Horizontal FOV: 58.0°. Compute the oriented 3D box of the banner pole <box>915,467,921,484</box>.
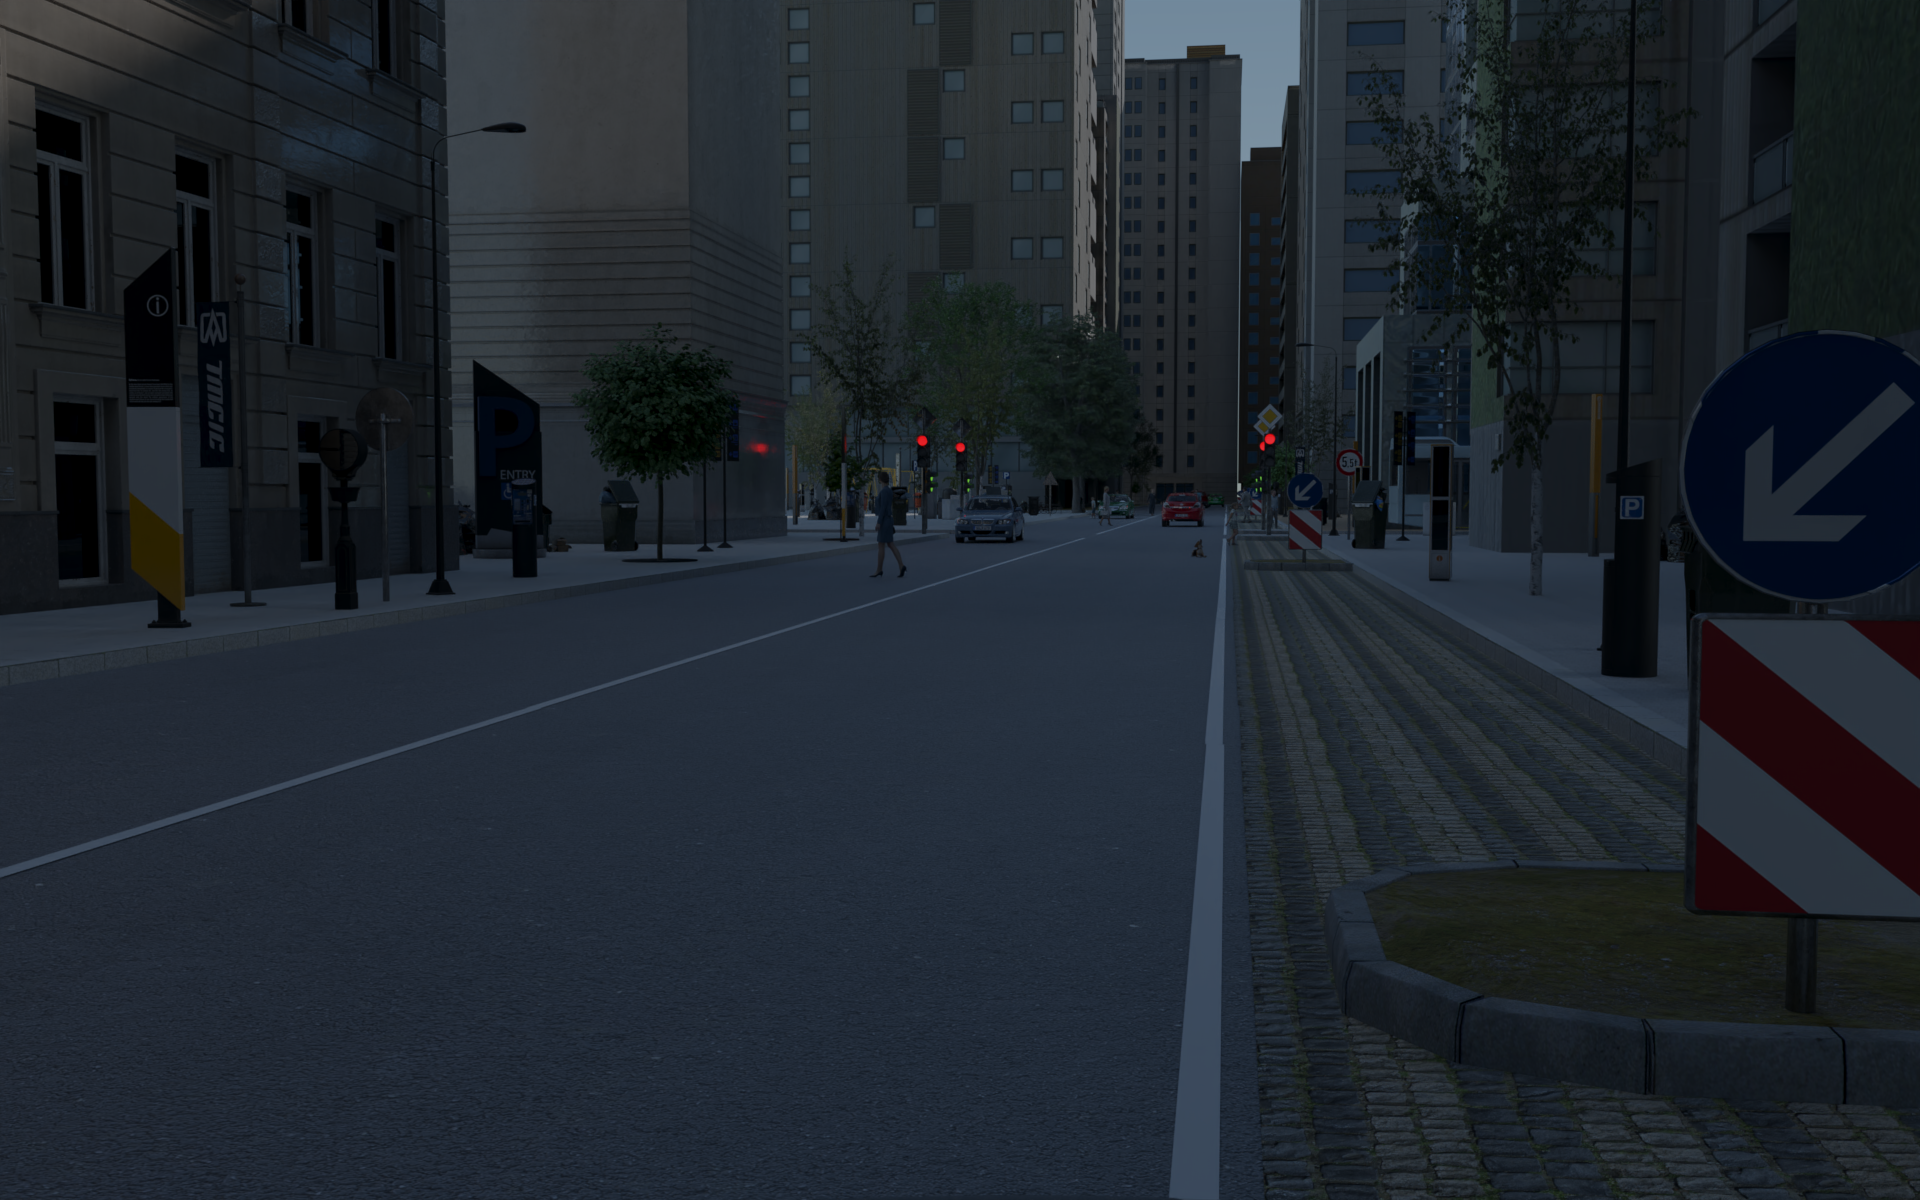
[{"bbox_3d":[-3.181,-8.646,131.379,0.863,3.779,0.401,2,4,33],"label":"banner pole"}]

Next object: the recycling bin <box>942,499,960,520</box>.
[{"bbox_3d":[-0.415,-4.544,86.848,0.722,1.027,0.722,-3,4,-36],"label":"recycling bin"}]

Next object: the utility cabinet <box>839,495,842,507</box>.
[{"bbox_3d":[-8.406,-6.815,122.581,0.306,1.237,1.020,0,4,-5],"label":"utility cabinet"}]

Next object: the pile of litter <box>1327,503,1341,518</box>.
[{"bbox_3d":[20.083,-4.939,94.720,1.719,0.858,1.176,0,4,8],"label":"pile of litter"}]

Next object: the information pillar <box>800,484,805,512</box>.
[{"bbox_3d":[-11.410,-7.389,125.297,0.304,2.012,0.304,-2,4,-27],"label":"information pillar"}]

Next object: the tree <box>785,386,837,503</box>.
[{"bbox_3d":[-9.790,-10.126,115.914,4.737,8.622,4.395,0,3,0],"label":"tree"}]

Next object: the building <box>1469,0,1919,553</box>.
[{"bbox_3d":[19.809,-21.940,42.309,14.154,41.232,14.086,1,4,9],"label":"building"}]

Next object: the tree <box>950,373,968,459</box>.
[{"bbox_3d":[-1.672,-9.033,98.051,4.360,8.622,3.978,0,3,0],"label":"tree"}]

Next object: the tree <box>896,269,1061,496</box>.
[{"bbox_3d":[0.887,-9.411,79.621,9.928,11.665,9.643,0,3,0],"label":"tree"}]

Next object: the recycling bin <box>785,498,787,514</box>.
[{"bbox_3d":[-11.581,-6.043,111.349,0.722,1.027,0.722,1,4,13],"label":"recycling bin"}]

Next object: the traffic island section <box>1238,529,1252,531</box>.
[{"bbox_3d":[10.855,-2.420,61.853,2.009,0.180,2.903,1,4,9],"label":"traffic island section"}]

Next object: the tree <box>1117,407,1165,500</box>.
[{"bbox_3d":[18.595,-15.348,185.355,7.601,10.594,8.767,-2,4,-25],"label":"tree"}]

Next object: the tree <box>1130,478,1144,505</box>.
[{"bbox_3d":[20.692,-12.743,202.943,1.663,3.219,1.824,0,3,0],"label":"tree"}]

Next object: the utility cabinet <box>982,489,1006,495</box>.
[{"bbox_3d":[1.440,-4.460,81.599,1.173,1.500,0.318,2,4,25],"label":"utility cabinet"}]

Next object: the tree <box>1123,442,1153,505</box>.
[{"bbox_3d":[21.613,-15.797,208.647,4.737,8.622,4.395,0,3,0],"label":"tree"}]

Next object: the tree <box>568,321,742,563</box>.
[{"bbox_3d":[-5.781,-3.006,32.862,4.285,4.588,4.351,0,3,0],"label":"tree"}]

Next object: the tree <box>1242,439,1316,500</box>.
[{"bbox_3d":[19.717,-7.378,104.344,4.285,4.588,4.351,0,3,0],"label":"tree"}]

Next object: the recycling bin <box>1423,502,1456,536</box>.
[{"bbox_3d":[14.770,-2.496,53.356,0.722,1.027,0.722,-2,4,-35],"label":"recycling bin"}]

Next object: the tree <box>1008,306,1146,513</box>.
[{"bbox_3d":[7.748,-12.818,116.236,9.857,13.997,8.962,0,3,0],"label":"tree"}]

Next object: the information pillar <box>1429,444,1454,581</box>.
[{"bbox_3d":[7.105,-1.289,25.561,0.304,2.012,0.304,1,4,21],"label":"information pillar"}]

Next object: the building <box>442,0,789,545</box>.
[{"bbox_3d":[-14.837,-12.244,49.348,18.267,20.994,9.793,1,4,9],"label":"building"}]

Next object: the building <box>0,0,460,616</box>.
[{"bbox_3d":[-15.861,-13.458,17.304,12.463,27.353,25.104,1,4,9],"label":"building"}]

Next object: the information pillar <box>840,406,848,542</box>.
[{"bbox_3d":[-3.105,-3.368,46.414,0.183,3.616,0.504,0,4,2],"label":"information pillar"}]

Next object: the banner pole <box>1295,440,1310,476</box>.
[{"bbox_3d":[15.968,-5.537,80.548,0.863,3.779,0.401,1,4,20],"label":"banner pole"}]

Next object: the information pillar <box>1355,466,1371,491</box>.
[{"bbox_3d":[10.614,-2.520,45.688,0.304,2.012,0.304,-1,4,-20],"label":"information pillar"}]

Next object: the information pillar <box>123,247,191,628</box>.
[{"bbox_3d":[-7.679,-1.540,16.536,0.504,3.616,0.183,0,3,0],"label":"information pillar"}]

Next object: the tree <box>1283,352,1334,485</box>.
[{"bbox_3d":[18.735,-8.595,90.896,4.360,8.622,3.978,0,3,0],"label":"tree"}]

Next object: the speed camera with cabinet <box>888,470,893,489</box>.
[{"bbox_3d":[-5.028,-8.861,139.205,0.660,3.252,2.038,-3,5,-44],"label":"speed camera with cabinet"}]

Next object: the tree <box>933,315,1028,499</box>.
[{"bbox_3d":[0.845,-7.430,71.844,4.737,8.622,4.395,0,3,0],"label":"tree"}]

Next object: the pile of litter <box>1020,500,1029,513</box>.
[{"bbox_3d":[4.628,-6.354,117.845,1.176,0.858,1.719,2,4,33],"label":"pile of litter"}]

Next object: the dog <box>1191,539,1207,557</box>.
[{"bbox_3d":[5.505,-1.180,39.479,0.550,0.427,0.748,3,4,36],"label":"dog"}]

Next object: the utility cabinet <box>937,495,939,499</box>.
[{"bbox_3d":[-2.145,-7.556,134.704,1.020,1.237,0.306,0,4,5],"label":"utility cabinet"}]

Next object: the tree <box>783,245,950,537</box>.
[{"bbox_3d":[-2.734,-6.224,52.118,4.360,8.622,3.978,0,3,0],"label":"tree"}]

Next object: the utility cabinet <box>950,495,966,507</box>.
[{"bbox_3d":[-0.123,-6.349,114.972,1.020,1.237,0.306,0,4,8],"label":"utility cabinet"}]

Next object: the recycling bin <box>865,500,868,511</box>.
[{"bbox_3d":[-7.281,-7.118,128.930,0.722,1.027,0.722,-2,4,-29],"label":"recycling bin"}]

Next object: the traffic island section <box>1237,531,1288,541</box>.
[{"bbox_3d":[9.638,-1.938,53.961,2.009,0.180,2.903,1,4,9],"label":"traffic island section"}]

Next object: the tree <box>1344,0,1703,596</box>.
[{"bbox_3d":[7.060,-4.365,21.729,4.360,8.622,3.978,0,3,0],"label":"tree"}]

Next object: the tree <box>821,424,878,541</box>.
[{"bbox_3d":[-3.327,-3.253,47.782,1.663,3.219,1.824,0,3,0],"label":"tree"}]

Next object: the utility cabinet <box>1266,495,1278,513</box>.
[{"bbox_3d":[21.312,-6.541,118.106,0.306,1.237,1.020,-2,4,-25],"label":"utility cabinet"}]

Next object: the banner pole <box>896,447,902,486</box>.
[{"bbox_3d":[-3.293,-6.312,93.222,0.401,3.779,0.863,-2,4,-25],"label":"banner pole"}]

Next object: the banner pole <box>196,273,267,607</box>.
[{"bbox_3d":[-8.388,-1.824,19.838,0.863,3.779,0.401,1,4,19],"label":"banner pole"}]

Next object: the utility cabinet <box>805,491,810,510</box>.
[{"bbox_3d":[-12.057,-7.812,136.405,0.318,1.500,1.173,-1,4,-12],"label":"utility cabinet"}]

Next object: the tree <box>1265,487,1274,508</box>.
[{"bbox_3d":[29.244,-10.378,164.286,1.663,3.219,1.824,0,3,0],"label":"tree"}]
